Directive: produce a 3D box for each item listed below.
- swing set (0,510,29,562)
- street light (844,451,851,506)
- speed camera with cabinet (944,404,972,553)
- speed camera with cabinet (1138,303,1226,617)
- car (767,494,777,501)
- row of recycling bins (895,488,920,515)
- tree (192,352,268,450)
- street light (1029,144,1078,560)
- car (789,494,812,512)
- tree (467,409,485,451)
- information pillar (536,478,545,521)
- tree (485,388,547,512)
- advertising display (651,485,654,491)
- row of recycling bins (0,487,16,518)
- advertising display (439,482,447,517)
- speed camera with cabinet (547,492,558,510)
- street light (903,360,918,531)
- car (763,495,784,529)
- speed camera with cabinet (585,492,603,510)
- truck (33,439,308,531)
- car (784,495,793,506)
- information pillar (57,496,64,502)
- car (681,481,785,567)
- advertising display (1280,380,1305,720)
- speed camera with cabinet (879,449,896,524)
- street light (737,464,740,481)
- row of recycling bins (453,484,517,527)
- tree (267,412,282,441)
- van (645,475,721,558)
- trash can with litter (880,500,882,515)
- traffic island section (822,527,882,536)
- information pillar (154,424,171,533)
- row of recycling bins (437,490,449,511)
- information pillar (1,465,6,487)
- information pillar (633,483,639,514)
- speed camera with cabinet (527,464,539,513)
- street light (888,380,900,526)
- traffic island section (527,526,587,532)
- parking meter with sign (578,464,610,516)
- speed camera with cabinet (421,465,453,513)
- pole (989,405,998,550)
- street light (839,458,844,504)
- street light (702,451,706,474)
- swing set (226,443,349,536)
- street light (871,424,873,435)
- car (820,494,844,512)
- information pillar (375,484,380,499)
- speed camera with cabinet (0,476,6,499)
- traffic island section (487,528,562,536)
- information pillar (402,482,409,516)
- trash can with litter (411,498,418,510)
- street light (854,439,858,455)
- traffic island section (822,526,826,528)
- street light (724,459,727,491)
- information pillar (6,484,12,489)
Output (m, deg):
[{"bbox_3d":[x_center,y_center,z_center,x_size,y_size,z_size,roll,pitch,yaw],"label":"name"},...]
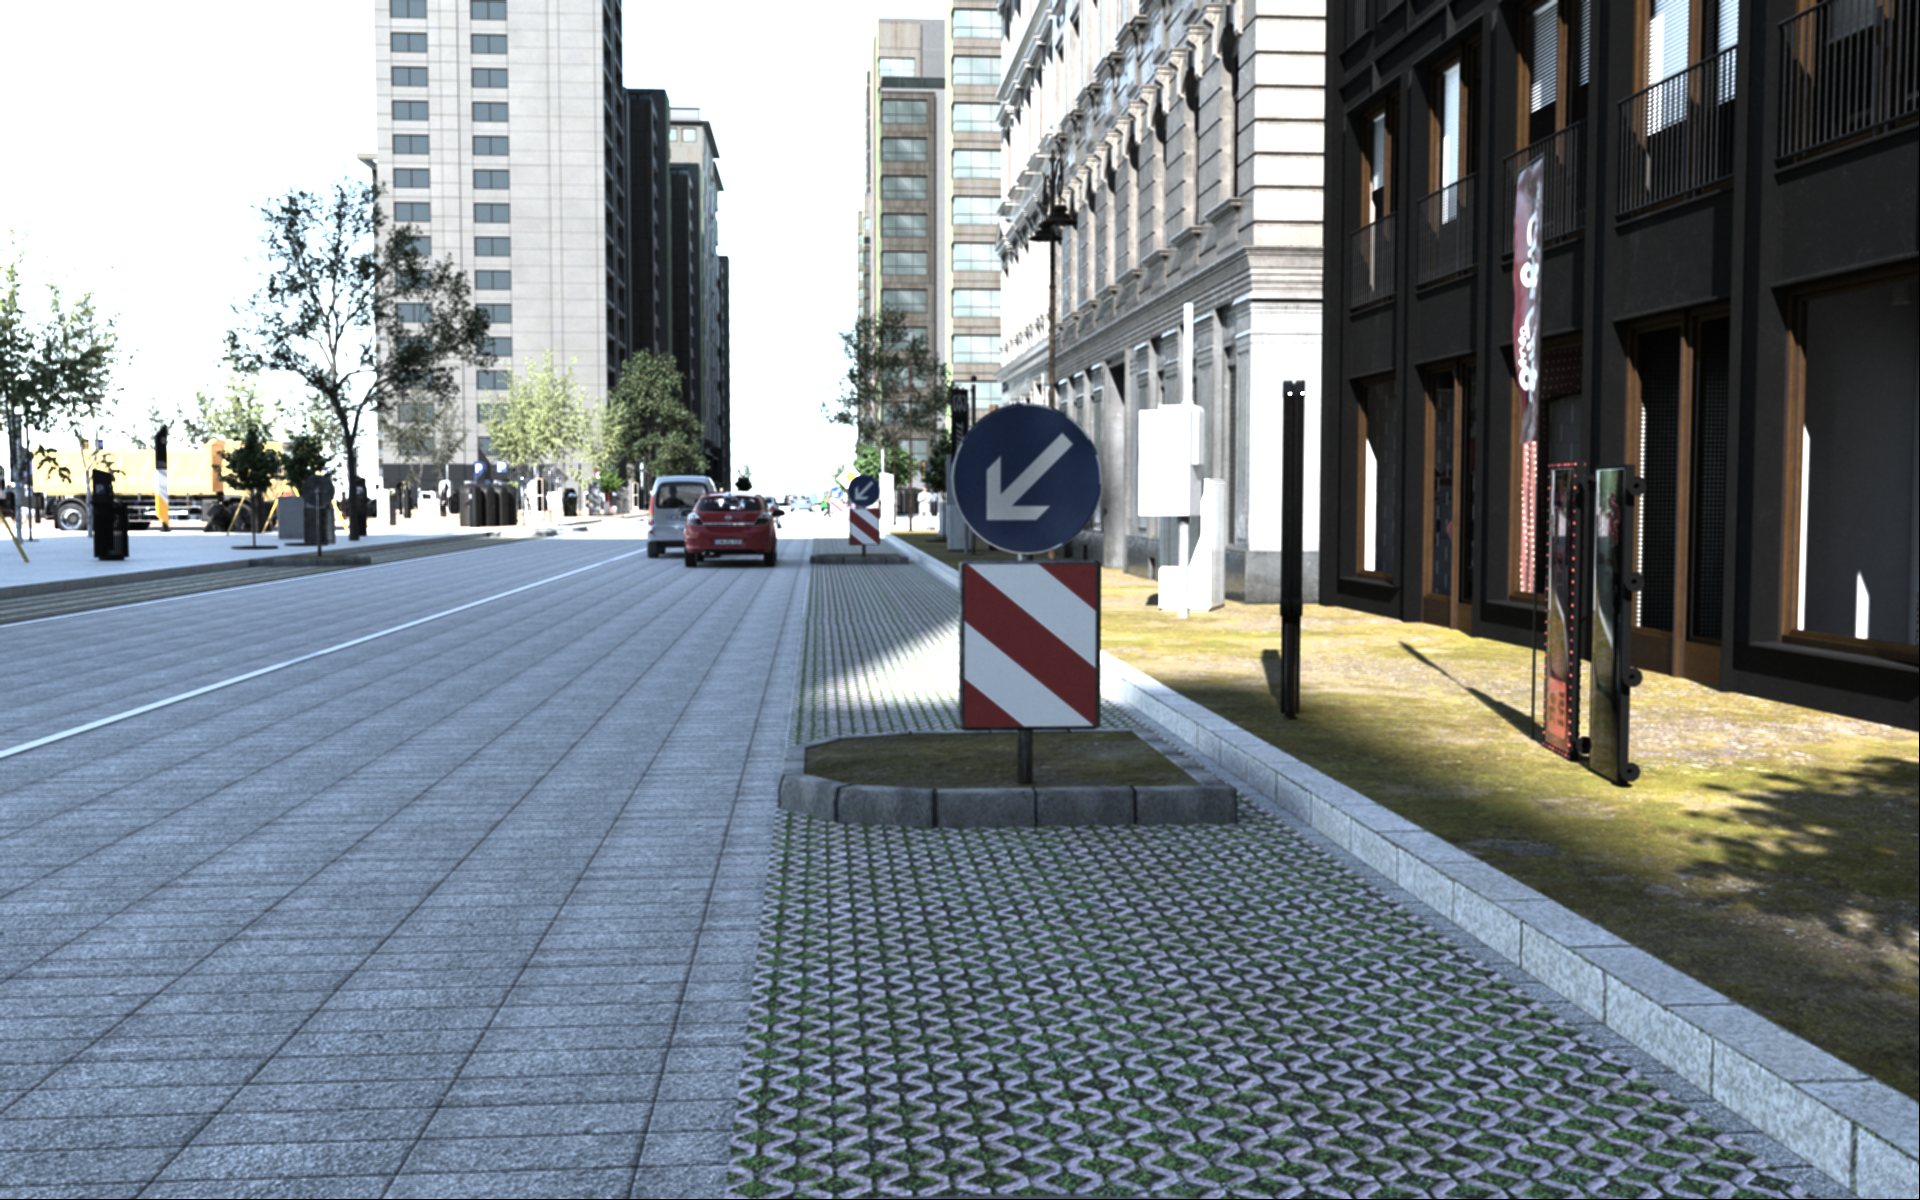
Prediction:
[{"bbox_3d":[-18.492,-2.022,30.688,2.862,2.851,3.119,-1,4,-16],"label":"swing set"},{"bbox_3d":[-11.787,-12.895,183.613,0.468,5.910,1.993,0,4,-5],"label":"street light"},{"bbox_3d":[-0.015,-2.711,38.668,0.660,3.252,2.038,0,4,2],"label":"speed camera with cabinet"},{"bbox_3d":[2.424,-1.496,18.794,0.660,3.252,2.038,1,4,19],"label":"speed camera with cabinet"},{"bbox_3d":[-26.736,-14.157,243.463,2.014,1.417,4.499,0,4,-3],"label":"car"},{"bbox_3d":[-3.482,-6.290,109.960,1.069,1.692,3.534,2,4,24],"label":"row of recycling bins"},{"bbox_3d":[-38.865,-8.482,89.050,4.360,8.622,3.978,0,3,0],"label":"tree"},{"bbox_3d":[1.244,-3.095,23.398,0.468,5.910,1.993,0,4,-5],"label":"street light"},{"bbox_3d":[-12.584,-7.658,137.218,2.014,1.417,4.499,0,4,-5],"label":"car"},{"bbox_3d":[-38.803,-10.986,129.990,4.360,8.622,3.978,0,3,0],"label":"tree"},{"bbox_3d":[-19.774,-4.721,81.680,0.304,2.012,0.304,0,4,5],"label":"information pillar"},{"bbox_3d":[-31.852,-10.734,125.856,4.360,8.622,3.978,0,3,0],"label":"tree"},{"bbox_3d":[-22.506,-7.521,128.186,0.123,1.923,0.974,2,4,29],"label":"advertising display"},{"bbox_3d":[-52.315,-5.391,95.256,1.069,1.692,3.534,1,4,13],"label":"row of recycling bins"},{"bbox_3d":[-28.857,-5.596,96.712,0.123,1.923,0.974,-3,4,-36],"label":"advertising display"},{"bbox_3d":[-33.198,-8.841,138.881,2.038,3.252,0.660,-2,4,-30],"label":"speed camera with cabinet"},{"bbox_3d":[-1.708,-5.318,59.741,0.468,5.910,1.993,0,4,-5],"label":"street light"},{"bbox_3d":[-8.400,-3.699,72.475,2.014,1.417,4.499,0,4,-4],"label":"car"},{"bbox_3d":[-29.915,-8.992,141.354,0.660,3.252,2.038,-3,5,-40],"label":"speed camera with cabinet"},{"bbox_3d":[-27.729,-4.059,62.285,9.791,3.379,3.469,0,4,-4],"label":"truck"},{"bbox_3d":[-20.163,-11.951,207.763,2.083,1.381,4.827,0,4,-3],"label":"car"},{"bbox_3d":[-55.099,-6.214,106.082,0.304,2.012,0.304,-1,4,-13],"label":"information pillar"},{"bbox_3d":[-4.677,-1.626,35.626,2.155,1.783,4.494,0,4,-5],"label":"car"},{"bbox_3d":[1.963,-0.308,10.244,0.123,1.923,0.974,1,4,11],"label":"advertising display"},{"bbox_3d":[-3.158,-4.998,76.056,0.660,3.252,2.038,0,4,-6],"label":"speed camera with cabinet"},{"bbox_3d":[-33.603,-17.753,263.042,0.468,5.910,1.993,0,4,-5],"label":"street light"},{"bbox_3d":[-18.851,-3.812,69.445,1.069,1.692,3.534,1,4,16],"label":"row of recycling bins"},{"bbox_3d":[-48.849,-10.288,118.571,4.360,8.622,3.978,0,3,0],"label":"tree"},{"bbox_3d":[-6.381,-2.044,40.428,2.013,2.044,4.112,0,4,-6],"label":"van"},{"bbox_3d":[-4.778,-5.651,103.787,1.055,1.170,0.624,0,4,5],"label":"trash can with litter"},{"bbox_3d":[-3.793,-2.344,60.609,2.009,0.180,2.903,0,4,-5],"label":"traffic island section"},{"bbox_3d":[-26.579,-4.057,57.688,0.183,3.616,0.504,1,4,18],"label":"information pillar"},{"bbox_3d":[-40.106,-7.894,136.186,1.069,1.692,3.534,0,4,6],"label":"row of recycling bins"},{"bbox_3d":[-72.860,-8.590,131.807,0.504,3.616,0.183,1,4,16],"label":"information pillar"},{"bbox_3d":[-20.910,-6.562,111.772,0.304,2.012,0.304,0,4,-7],"label":"information pillar"},{"bbox_3d":[-28.162,-7.343,114.388,0.660,3.252,2.038,0,4,-7],"label":"speed camera with cabinet"},{"bbox_3d":[-2.668,-5.969,70.380,0.468,5.910,1.993,0,4,-5],"label":"street light"},{"bbox_3d":[-15.695,-2.776,67.661,2.009,0.180,2.903,0,4,-5],"label":"traffic island section"},{"bbox_3d":[-21.127,-6.349,100.070,1.738,3.016,0.543,-1,4,-16],"label":"parking meter with sign"},{"bbox_3d":[-34.981,-7.425,115.739,2.038,3.252,0.660,0,4,6],"label":"speed camera with cabinet"},{"bbox_3d":[0.775,-2.807,39.742,0.158,3.312,0.155,0,3,0],"label":"pole"},{"bbox_3d":[-15.602,-15.798,231.089,0.468,5.910,1.993,0,4,-5],"label":"street light"},{"bbox_3d":[-27.083,-12.844,182.793,0.468,5.910,1.993,0,4,-5],"label":"street light"},{"bbox_3d":[-21.311,-3.500,54.840,2.862,2.851,3.119,0,4,-1],"label":"swing set"},{"bbox_3d":[-5.418,-8.192,106.729,0.468,5.910,1.993,0,4,-5],"label":"street light"},{"bbox_3d":[-10.410,-8.059,140.554,1.959,1.807,4.718,0,4,-4],"label":"car"},{"bbox_3d":[-40.831,-7.153,121.436,0.304,2.012,0.304,-1,4,-11],"label":"information pillar"},{"bbox_3d":[-45.292,-5.298,80.962,0.660,3.252,2.038,-1,4,-9],"label":"speed camera with cabinet"},{"bbox_3d":[-15.048,-2.289,59.702,2.009,0.180,2.903,0,4,-5],"label":"traffic island section"},{"bbox_3d":[-32.957,-6.029,103.061,0.304,2.012,0.304,-3,5,-42],"label":"information pillar"},{"bbox_3d":[-44.504,-7.912,140.743,1.055,1.170,0.624,-1,4,-10],"label":"trash can with litter"},{"bbox_3d":[-8.872,-10.715,147.985,0.468,5.910,1.993,0,4,-5],"label":"street light"},{"bbox_3d":[-4.441,-2.831,68.568,2.009,0.180,2.903,0,4,-5],"label":"traffic island section"},{"bbox_3d":[-30.781,-15.573,227.406,0.468,5.910,1.993,0,4,-5],"label":"street light"},{"bbox_3d":[-68.643,-7.375,125.077,0.304,2.012,0.304,0,4,-6],"label":"information pillar"}]
